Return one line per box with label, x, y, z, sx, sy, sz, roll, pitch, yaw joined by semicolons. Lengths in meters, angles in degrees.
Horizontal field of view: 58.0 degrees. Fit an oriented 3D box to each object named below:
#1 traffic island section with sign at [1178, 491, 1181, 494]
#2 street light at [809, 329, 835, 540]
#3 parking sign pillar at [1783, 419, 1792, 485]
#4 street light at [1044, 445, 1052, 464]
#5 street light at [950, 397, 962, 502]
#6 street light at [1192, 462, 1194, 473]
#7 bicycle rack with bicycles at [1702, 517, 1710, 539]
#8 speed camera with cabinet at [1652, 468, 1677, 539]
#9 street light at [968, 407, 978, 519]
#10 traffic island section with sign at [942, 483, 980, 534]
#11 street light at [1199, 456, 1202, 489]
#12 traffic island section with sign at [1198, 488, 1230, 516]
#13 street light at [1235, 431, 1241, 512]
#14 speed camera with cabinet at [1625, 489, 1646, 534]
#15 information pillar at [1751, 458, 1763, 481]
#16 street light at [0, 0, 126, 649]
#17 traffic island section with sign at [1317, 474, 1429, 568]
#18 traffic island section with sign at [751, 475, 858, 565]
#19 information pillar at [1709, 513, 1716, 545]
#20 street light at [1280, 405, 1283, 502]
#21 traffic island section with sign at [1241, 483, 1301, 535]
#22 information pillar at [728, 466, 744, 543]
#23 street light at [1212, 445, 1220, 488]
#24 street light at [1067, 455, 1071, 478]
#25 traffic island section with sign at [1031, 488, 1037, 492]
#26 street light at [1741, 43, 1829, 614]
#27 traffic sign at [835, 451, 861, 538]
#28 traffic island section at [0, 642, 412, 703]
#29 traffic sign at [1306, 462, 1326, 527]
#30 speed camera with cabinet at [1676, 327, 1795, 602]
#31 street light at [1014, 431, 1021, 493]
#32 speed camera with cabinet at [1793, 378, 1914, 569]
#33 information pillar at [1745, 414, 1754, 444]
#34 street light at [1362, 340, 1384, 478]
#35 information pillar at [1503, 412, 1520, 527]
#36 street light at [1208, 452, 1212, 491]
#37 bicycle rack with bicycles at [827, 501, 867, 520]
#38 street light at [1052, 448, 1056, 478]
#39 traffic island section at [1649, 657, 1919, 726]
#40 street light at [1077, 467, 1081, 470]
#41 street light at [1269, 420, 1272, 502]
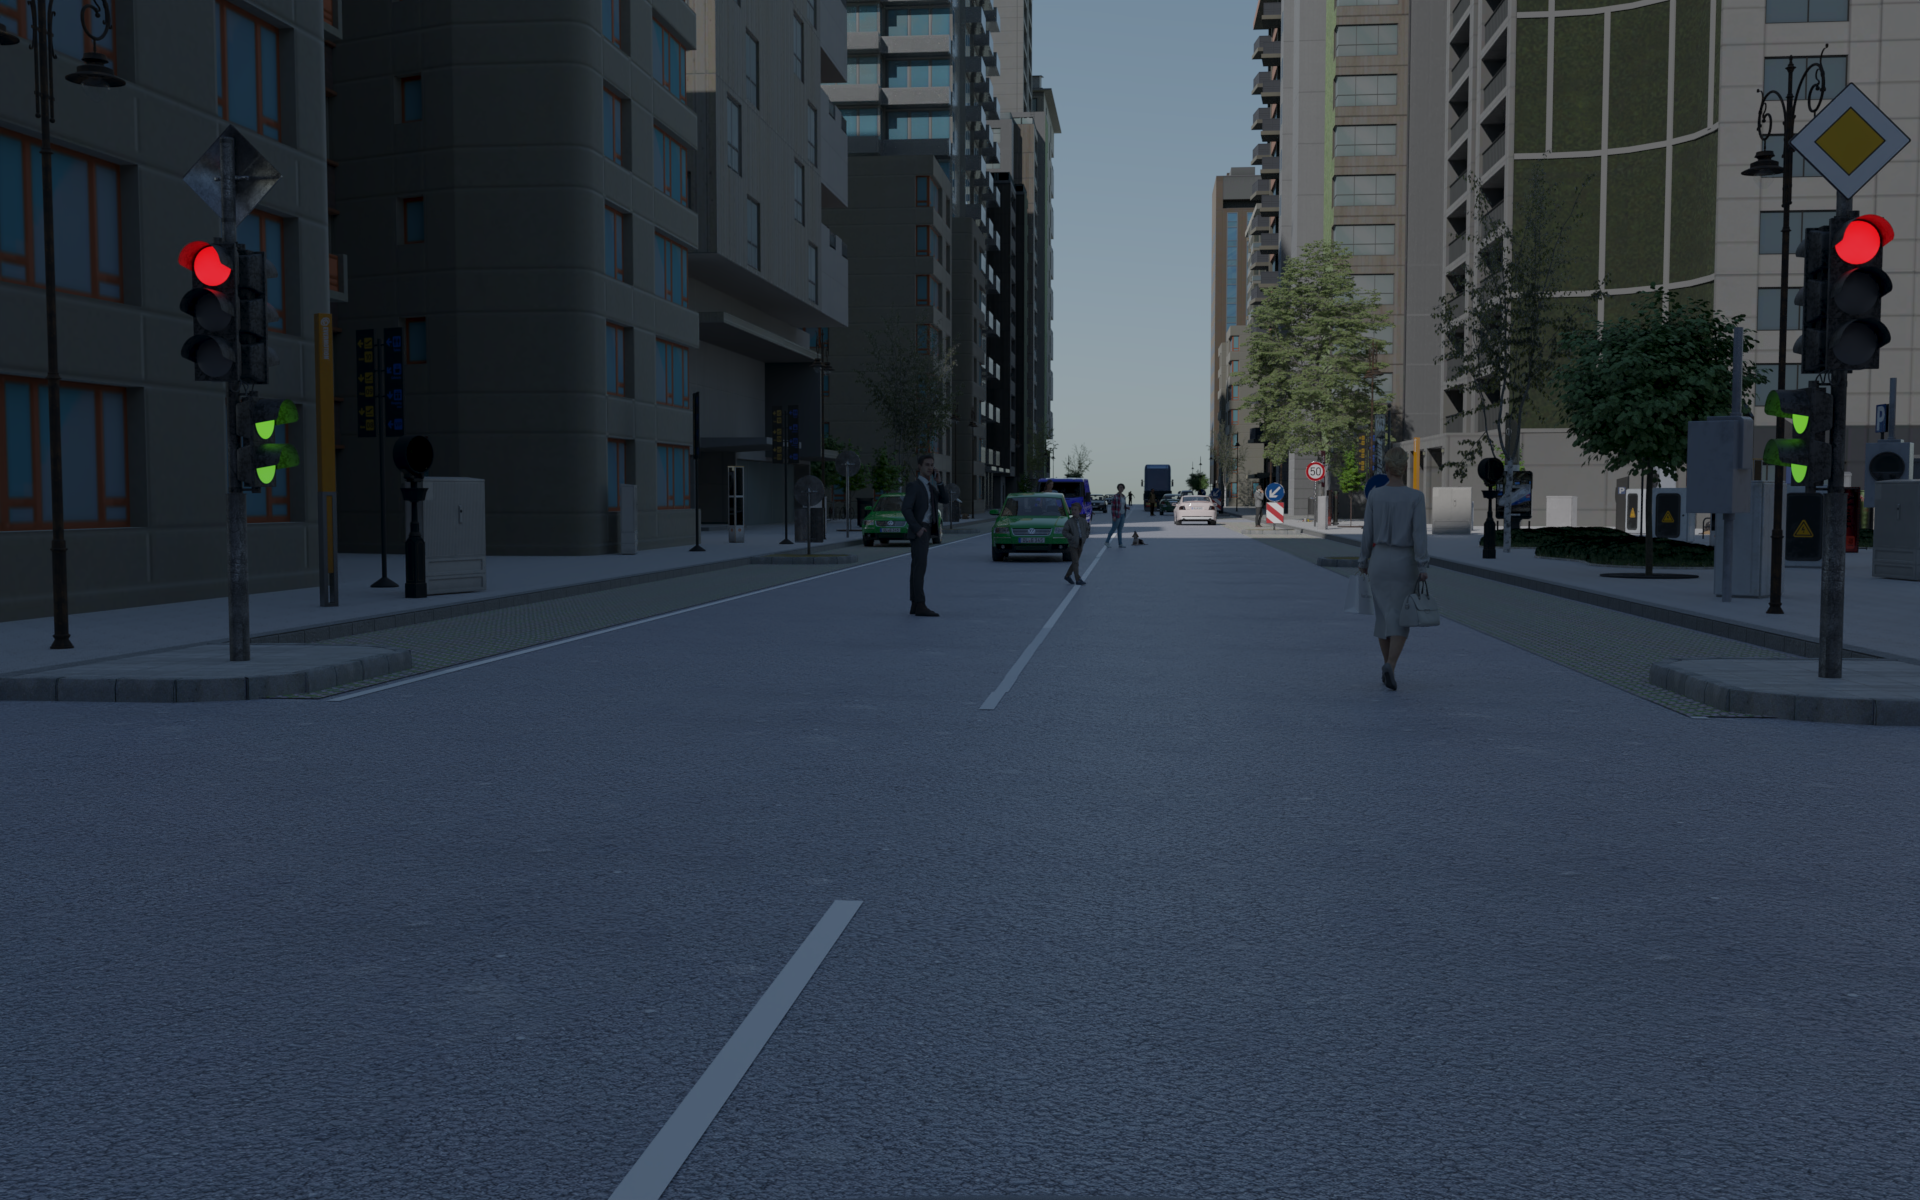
traffic island section with sign;27.918;-12.961;220.536;1.989;1.847;2.006;0;4;6
street light;-3.856;-4.645;48.733;0.468;5.910;1.993;0;4;6
parking sign pillar;29.491;-4.421;60.753;1.447;3.967;1.447;0;4;6
street light;7.862;-11.354;158.430;0.468;5.910;1.993;0;4;6
street light;-0.212;-6.704;82.402;0.468;5.910;1.993;0;4;6
street light;32.851;-16.626;244.618;0.468;5.910;1.993;0;4;6
bicycle rack with bicycles;22.606;-2.178;48.990;2.925;0.926;2.852;-2;4;-24
speed camera with cabinet;19.277;-3.127;45.459;2.038;3.252;0.660;3;5;41
street light;0.678;-7.200;90.509;0.468;5.910;1.993;0;4;6
traffic island section with sign;-0.302;-3.322;62.939;1.989;1.847;2.006;0;4;6
street light;29.134;-14.502;209.889;0.468;5.910;1.993;0;4;6
traffic island section with sign;16.285;-6.263;111.030;1.989;1.847;2.006;0;4;6
street light;20.365;-9.446;127.227;0.468;5.910;1.993;0;4;6
speed camera with cabinet;21.985;-3.719;55.142;0.660;3.252;2.038;0;4;-8
information pillar;16.373;-1.919;35.874;0.304;2.012;0.304;-2;4;-29
street light;-7.462;-2.534;14.212;0.468;5.910;1.993;0;4;6
traffic island section with sign;8.152;-1.576;34.388;1.989;1.847;2.006;0;4;6
traffic island section with sign;-3.174;-1.671;35.947;1.989;1.847;2.006;0;4;6
information pillar;17.071;-2.105;38.910;0.304;2.012;0.304;-3;5;-42
street light;15.987;-6.935;86.172;0.468;5.910;1.993;0;4;6
traffic island section with sign;11.052;-3.248;61.728;1.989;1.847;2.006;0;4;6
information pillar;-5.888;-2.512;45.558;0.304;2.012;0.304;-3;5;-44
street light;23.950;-11.506;160.902;0.468;5.910;1.993;0;4;6
street light;12.922;-14.274;206.162;0.468;5.910;1.993;0;4;6
traffic island section with sign;4.964;-6.352;112.479;1.989;1.847;2.006;0;4;6
street light;8.747;-2.790;18.409;0.468;5.910;1.993;0;4;6
traffic sign;-3.305;-3.106;50.895;0.768;2.556;0.104;0;4;8
traffic island section;-5.567;0.546;13.356;2.009;0.180;2.903;0;4;6
traffic sign;13.971;-4.158;68.092;0.768;2.556;0.104;1;4;15
speed camera with cabinet;9.546;-1.646;21.255;0.660;3.252;2.038;3;5;42
street light;4.168;-9.280;124.516;0.468;5.910;1.993;0;4;6
speed camera with cabinet;15.191;-2.167;29.768;2.038;3.252;0.660;2;4;35
information pillar;19.739;-3.189;43.496;0.183;3.616;0.504;0;4;-4
street light;12.383;-4.850;52.079;0.468;5.910;1.993;0;4;6
information pillar;15.706;-3.546;49.332;0.183;3.616;0.504;-2;4;-31
street light;25.517;-12.442;176.217;0.468;5.910;1.993;0;4;6
bicycle rack with bicycles;-5.451;-4.558;87.903;2.852;0.926;2.925;-1;4;-8
street light;9.286;-12.214;172.492;0.468;5.910;1.993;0;4;6
traffic island section;6.108;0.622;12.116;2.009;0.180;2.903;0;4;6
street light;16.477;-16.343;239.993;0.468;5.910;1.993;0;4;6
street light;16.793;-7.386;93.550;0.468;5.910;1.993;0;4;6
